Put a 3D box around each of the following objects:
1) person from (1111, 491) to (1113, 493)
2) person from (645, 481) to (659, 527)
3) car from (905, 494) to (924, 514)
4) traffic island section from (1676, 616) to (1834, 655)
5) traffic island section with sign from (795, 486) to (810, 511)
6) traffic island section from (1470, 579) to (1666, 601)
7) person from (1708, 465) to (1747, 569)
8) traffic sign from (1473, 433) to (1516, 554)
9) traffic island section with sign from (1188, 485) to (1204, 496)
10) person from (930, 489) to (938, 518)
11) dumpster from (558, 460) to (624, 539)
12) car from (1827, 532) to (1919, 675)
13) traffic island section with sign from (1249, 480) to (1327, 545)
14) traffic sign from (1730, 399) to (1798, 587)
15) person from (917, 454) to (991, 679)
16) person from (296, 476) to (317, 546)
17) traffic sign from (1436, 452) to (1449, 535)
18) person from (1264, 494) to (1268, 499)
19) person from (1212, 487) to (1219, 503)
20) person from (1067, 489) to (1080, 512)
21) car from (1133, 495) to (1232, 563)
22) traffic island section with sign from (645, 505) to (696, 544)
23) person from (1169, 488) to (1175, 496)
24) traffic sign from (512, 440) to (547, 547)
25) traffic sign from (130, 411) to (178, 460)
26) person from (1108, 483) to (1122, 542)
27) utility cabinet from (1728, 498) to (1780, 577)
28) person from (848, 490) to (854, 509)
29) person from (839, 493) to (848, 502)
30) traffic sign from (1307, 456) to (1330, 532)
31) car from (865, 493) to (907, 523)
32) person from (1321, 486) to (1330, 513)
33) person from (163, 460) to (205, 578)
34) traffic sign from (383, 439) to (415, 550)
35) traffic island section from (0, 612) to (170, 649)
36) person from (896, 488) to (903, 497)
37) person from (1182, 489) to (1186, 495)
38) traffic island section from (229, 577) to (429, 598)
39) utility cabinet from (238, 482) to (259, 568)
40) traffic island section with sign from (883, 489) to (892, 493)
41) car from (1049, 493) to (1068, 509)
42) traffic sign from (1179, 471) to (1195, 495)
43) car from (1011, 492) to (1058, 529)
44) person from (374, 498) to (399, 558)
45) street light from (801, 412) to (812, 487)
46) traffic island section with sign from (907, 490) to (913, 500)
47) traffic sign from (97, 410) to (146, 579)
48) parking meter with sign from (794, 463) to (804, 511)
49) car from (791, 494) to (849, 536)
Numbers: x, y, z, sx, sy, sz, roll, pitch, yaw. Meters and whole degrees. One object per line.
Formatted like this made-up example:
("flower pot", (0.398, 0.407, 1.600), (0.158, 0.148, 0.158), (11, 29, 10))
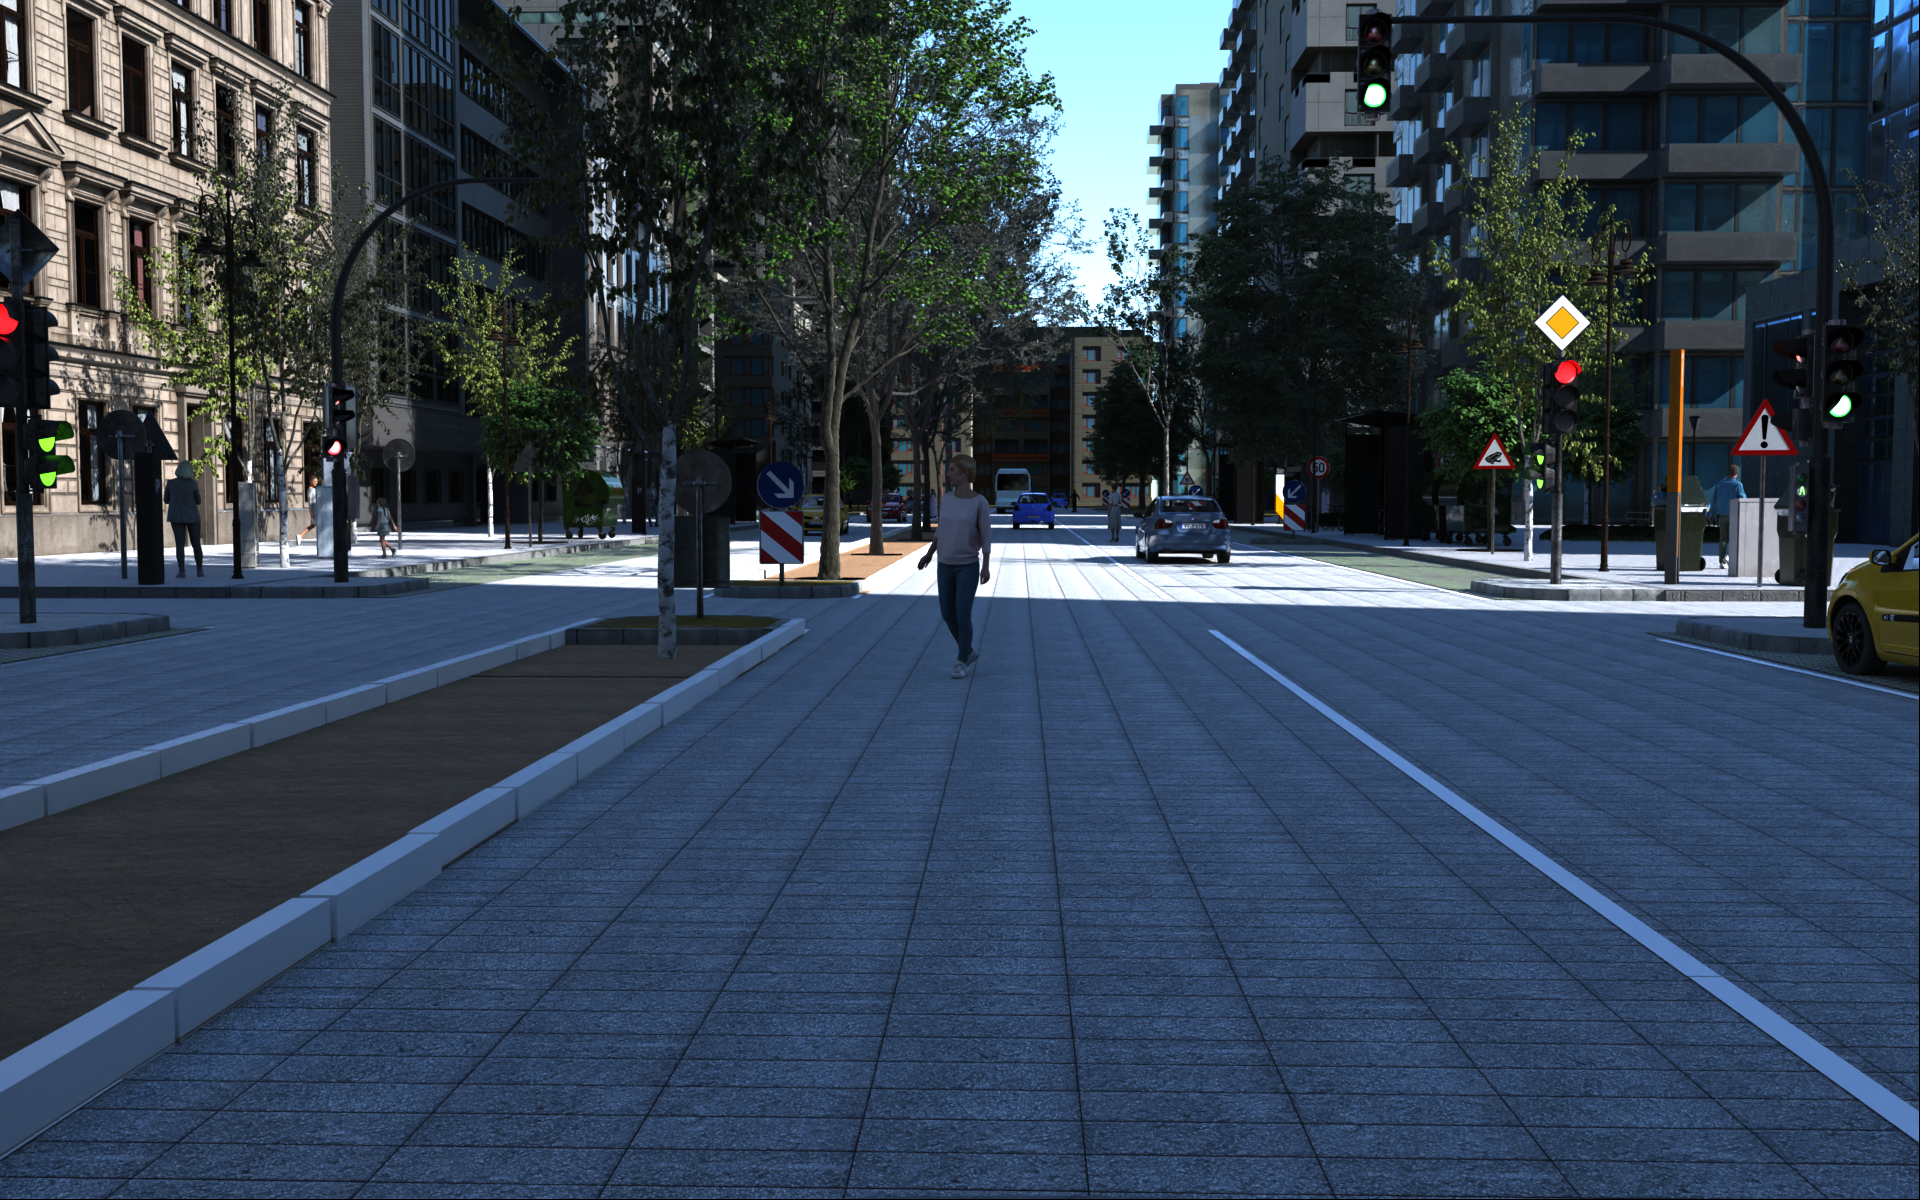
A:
("person", (15.784, -10.463, 180.297), (0.721, 1.735, 1.217), (1, 4, 12))
("person", (-11.985, -3.764, 67.784), (0.583, 1.804, 0.606), (3, 4, 36))
("car", (-3.061, -7.039, 127.094), (2.014, 1.417, 4.499), (0, 4, 2))
("traffic island section", (8.230, 0.343, 16.667), (2.009, 0.180, 2.903), (0, 4, 2))
("traffic island section with sign", (-6.969, -4.167, 76.758), (1.989, 1.847, 2.006), (0, 4, 2))
("traffic island section", (8.498, -0.145, 24.647), (2.009, 0.180, 2.903), (0, 4, 2))
("person", (13.179, -1.426, 29.696), (0.444, 1.785, 0.601), (-3, 4, -39))
("traffic sign", (11.343, -2.252, 36.821), (0.884, 2.594, 0.081), (0, 4, 7))
("traffic island section with sign", (10.244, -4.155, 76.562), (1.989, 1.847, 2.006), (0, 4, 2))
("person", (-1.608, -5.671, 101.895), (0.621, 1.740, 0.551), (0, 4, 1))
("dumpster", (-10.594, -2.888, 49.718), (1.502, 2.255, 1.985), (0, 4, 2))
("car", (7.857, -0.138, 12.482), (2.015, 1.641, 3.980), (0, 4, 0))
("traffic island section with sign", (9.345, -2.507, 49.622), (1.989, 1.847, 2.006), (0, 4, 2))
("traffic sign", (10.998, -1.452, 23.749), (0.884, 2.594, 0.081), (0, 4, 7))
("person", (-0.013, -0.274, 13.645), (0.731, 1.740, 0.598), (2, 4, 25))
("person", (-15.803, -2.169, 42.255), (0.760, 1.731, 0.466), (-3, 5, -39))
("traffic sign", (13.499, -2.914, 47.756), (0.768, 2.556, 0.104), (0, 4, 5))
("person", (17.729, -5.853, 102.418), (1.217, 1.739, 0.721), (-1, 4, -23))
("person", (20.480, -8.067, 138.039), (1.348, 1.812, 0.705), (-1, 4, -9))
("person", (8.954, -7.777, 135.798), (1.348, 1.807, 0.705), (-3, 5, -41))
("car", (4.778, -1.548, 37.317), (2.014, 1.417, 4.499), (0, 4, 1))
("traffic island section with sign", (-7.884, -2.519, 49.818), (1.989, 1.847, 2.006), (0, 4, 2))
("person", (18.243, -8.765, 149.214), (0.599, 1.838, 0.709), (-2, 4, -30))
("traffic sign", (-10.442, -2.570, 42.028), (0.884, 2.594, 0.081), (0, 4, 3))
("traffic sign", (-12.657, -1.658, 27.107), (0.884, 2.594, 0.081), (0, 4, 7))
("person", (4.591, -2.619, 51.891), (0.480, 1.755, 0.524), (-2, 4, -34))
("utility cabinet", (12.472, -0.959, 26.841), (1.020, 1.237, 0.306), (0, 4, -3))
("person", (-9.271, -8.604, 146.812), (0.705, 1.812, 1.348), (1, 4, 17))
("person", (-11.526, -9.942, 168.726), (1.348, 1.807, 0.705), (-2, 4, -31))
("traffic sign", (12.049, -3.559, 58.296), (0.768, 2.556, 0.104), (1, 4, 10))
("car", (-3.737, -4.869, 88.654), (2.155, 1.783, 4.494), (0, 4, 4))
("person", (21.477, -5.810, 101.698), (0.551, 1.740, 0.621), (-1, 4, -9))
("person", (-11.967, -1.251, 26.686), (0.537, 1.800, 0.526), (-1, 4, -13))
("traffic sign", (-12.888, -2.427, 39.788), (0.768, 2.556, 0.104), (0, 4, 5))
("traffic island section", (-9.301, 0.307, 17.259), (2.009, 0.180, 2.903), (0, 4, 2))
("person", (-4.064, -6.604, 116.348), (0.599, 1.838, 0.709), (0, 4, 2))
("person", (17.973, -7.996, 137.573), (1.217, 1.735, 0.721), (0, 4, 4))
("traffic island section", (-9.033, -0.181, 25.239), (2.009, 0.180, 2.903), (0, 4, 2))
("utility cabinet", (-12.452, -1.322, 30.286), (0.318, 1.500, 1.173), (-1, 4, -19))
("traffic island section with sign", (-5.284, -7.236, 126.930), (1.989, 1.847, 2.006), (0, 4, 2))
("car", (9.350, -9.437, 163.888), (1.945, 1.707, 3.694), (0, 4, 3))
("traffic sign", (12.726, -5.937, 97.074), (0.884, 2.594, 0.081), (1, 4, 11))
("car", (3.054, -3.787, 71.509), (1.945, 1.707, 3.694), (0, 4, 3))
("person", (-11.468, -1.436, 34.533), (0.382, 1.210, 0.505), (1, 4, 8))
("street light", (-8.643, -7.636, 97.641), (0.468, 5.910, 1.993), (0, 4, 2))
("traffic island section with sign", (-4.367, -8.906, 154.240), (1.989, 1.847, 2.006), (0, 4, 2))
("traffic sign", (-12.648, -1.592, 26.143), (0.768, 2.556, 0.104), (0, 4, 5))
("parking meter with sign", (-9.761, -6.240, 98.291), (1.738, 3.016, 0.543), (1, 4, 10))
("car", (-4.881, -3.107, 61.018), (2.015, 1.641, 3.980), (0, 4, 1))
